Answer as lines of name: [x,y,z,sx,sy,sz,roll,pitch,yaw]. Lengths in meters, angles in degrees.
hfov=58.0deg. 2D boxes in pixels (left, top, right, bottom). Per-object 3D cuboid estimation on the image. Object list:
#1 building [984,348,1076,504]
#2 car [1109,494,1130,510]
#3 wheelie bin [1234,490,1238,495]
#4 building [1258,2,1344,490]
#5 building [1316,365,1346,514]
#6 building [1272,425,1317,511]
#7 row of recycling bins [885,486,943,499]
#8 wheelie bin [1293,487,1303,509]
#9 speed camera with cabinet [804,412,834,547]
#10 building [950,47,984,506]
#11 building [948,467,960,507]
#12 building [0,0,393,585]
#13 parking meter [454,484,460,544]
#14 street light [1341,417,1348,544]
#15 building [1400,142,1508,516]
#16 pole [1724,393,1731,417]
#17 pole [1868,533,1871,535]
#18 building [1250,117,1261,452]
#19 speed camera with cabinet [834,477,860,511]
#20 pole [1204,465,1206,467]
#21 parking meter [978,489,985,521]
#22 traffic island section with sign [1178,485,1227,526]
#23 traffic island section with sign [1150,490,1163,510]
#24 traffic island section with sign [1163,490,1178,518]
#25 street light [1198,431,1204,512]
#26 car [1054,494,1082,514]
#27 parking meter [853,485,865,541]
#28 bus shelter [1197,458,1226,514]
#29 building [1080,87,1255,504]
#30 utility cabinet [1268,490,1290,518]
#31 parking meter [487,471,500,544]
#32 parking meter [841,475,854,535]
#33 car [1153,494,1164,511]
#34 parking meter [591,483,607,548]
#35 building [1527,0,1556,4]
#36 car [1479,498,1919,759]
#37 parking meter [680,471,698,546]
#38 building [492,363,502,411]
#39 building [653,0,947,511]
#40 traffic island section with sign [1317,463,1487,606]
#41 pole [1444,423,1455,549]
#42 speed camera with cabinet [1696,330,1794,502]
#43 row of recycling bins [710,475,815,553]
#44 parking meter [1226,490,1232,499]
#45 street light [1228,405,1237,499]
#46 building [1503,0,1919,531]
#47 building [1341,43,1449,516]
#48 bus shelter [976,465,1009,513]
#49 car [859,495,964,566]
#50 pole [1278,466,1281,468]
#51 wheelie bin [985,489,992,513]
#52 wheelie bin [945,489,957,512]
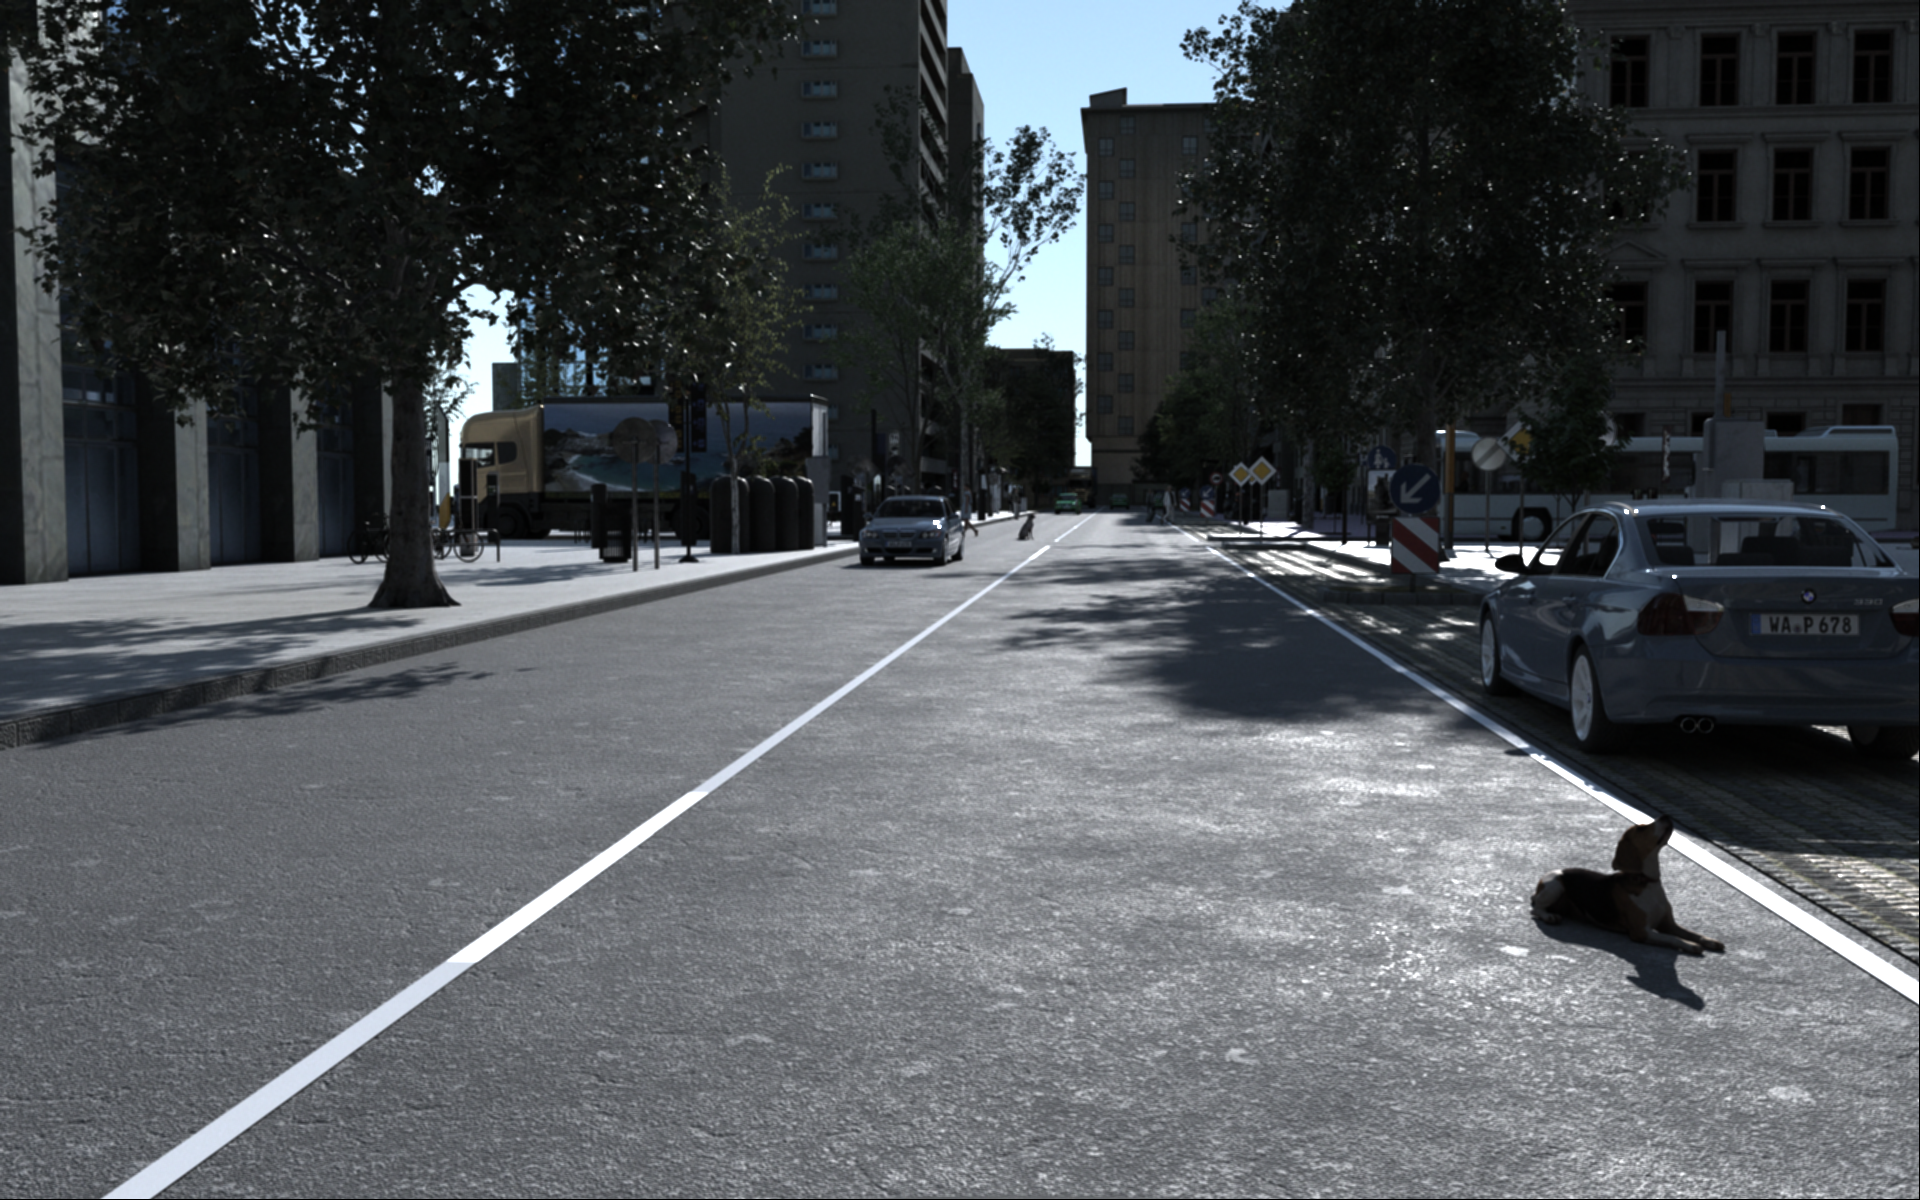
building: [0.912,-23.892,235.666,28.899,21.520,27.650,0,4,5]
car: [14.866,-9.321,161.198,1.959,1.807,4.718,0,4,5]
wheelie bin: [20.115,-7.161,124.985,0.693,1.594,0.980,-2,4,-27]
building: [40.675,-33.295,168.077,21.300,48.544,21.600,0,4,5]
building: [31.629,-17.666,118.509,12.332,23.373,15.834,0,4,5]
building: [41.224,-18.257,143.538,27.650,21.520,28.899,0,4,5]
row of recycling bins: [-2.560,-5.242,92.816,3.534,1.692,1.069,-2,4,-23]
wheelie bin: [16.395,-4.594,83.026,0.693,1.594,0.980,-1,4,-18]
speed camera with cabinet: [-3.571,-2.953,42.614,0.660,3.252,2.038,-1,4,-9]
building: [-8.736,-34.438,186.766,21.600,48.544,21.300,0,4,5]
building: [-10.596,-44.212,161.118,20.563,71.187,20.611,0,4,5]
building: [-28.466,-43.574,25.110,31.000,86.520,22.319,0,4,5]
parking meter: [-12.855,-2.218,44.669,0.372,1.533,0.369,0,3,0]
street light: [9.864,-4.372,44.268,0.468,5.910,1.993,0,4,5]
building: [26.651,-13.200,80.446,10.561,19.102,19.286,0,4,5]
pole: [15.465,-2.522,35.085,0.158,3.312,0.155,0,3,0]
pole: [27.933,-3.634,53.257,0.158,3.312,0.155,0,3,0]
building: [38.898,-32.816,186.651,14.600,45.320,14.200,0,4,5]
speed camera with cabinet: [-7.236,-6.939,107.787,2.038,3.252,0.660,1,4,18]
pole: [17.405,-7.904,123.078,0.158,3.312,0.155,0,3,0]
parking meter: [1.044,-4.604,83.692,0.372,1.533,0.369,0,3,0]
traffic island section with sign: [10.957,-4.231,77.810,1.989,1.847,2.006,0,4,5]
traffic island section with sign: [18.173,-8.930,154.629,1.989,1.847,2.006,0,4,5]
traffic island section with sign: [13.517,-5.901,105.105,1.989,1.847,2.006,0,4,5]
street light: [17.639,-9.453,127.344,0.468,5.910,1.993,0,4,5]
car: [7.735,-7.030,123.744,1.959,1.807,4.718,0,4,6]
parking meter: [-2.723,-2.365,47.076,0.372,1.533,0.369,0,3,0]
bus shelter: [16.904,-7.651,116.383,1.731,3.624,6.357,0,4,6]
building: [30.196,-39.345,232.526,27.495,52.752,28.713,0,4,5]
utility cabinet: [16.581,-4.981,90.111,1.173,1.500,0.318,3,5,44]
parking meter: [-11.858,-2.344,44.028,0.255,1.863,0.399,0,4,-4]
parking meter: [-3.489,-2.940,53.774,0.255,1.863,0.399,3,5,44]
car: [17.070,-8.387,145.925,1.959,1.807,4.718,0,4,6]
parking meter: [-8.567,-2.000,41.113,0.372,1.533,0.369,0,3,0]
building: [82.039,-47.947,222.180,20.611,71.187,20.563,0,4,5]
car: [4.427,0.080,10.699,2.014,1.417,4.499,0,4,6]
parking meter: [-6.728,-2.283,43.033,0.399,1.863,0.255,-1,4,-16]
building: [-34.932,-53.555,188.302,31.000,86.520,22.319,0,4,5]
building: [-12.676,-31.630,140.846,21.300,48.544,21.600,0,4,5]
traffic island section with sign: [5.833,-0.887,23.131,1.989,1.847,2.006,0,4,5]
pole: [11.374,-2.837,40.225,0.158,3.312,0.155,0,3,0]
speed camera with cabinet: [9.249,-1.591,20.342,0.660,3.252,2.038,1,4,12]
row of recycling bins: [-4.360,-1.945,38.920,1.069,1.692,3.534,2,4,27]
parking meter: [16.179,-5.862,104.261,0.372,1.533,0.369,0,3,0]
street light: [14.224,-7.178,90.153,0.468,5.910,1.993,0,4,5]
building: [31.564,-13.948,64.201,21.152,22.565,11.583,0,4,5]
building: [29.870,-19.226,100.256,13.634,28.700,20.117,0,4,5]
bus shelter: [2.311,-7.830,121.941,2.014,3.302,5.546,0,4,5]
car: [-0.950,-1.484,36.269,2.014,1.417,4.499,0,4,7]
pole: [23.275,-8.109,126.420,0.158,3.312,0.155,0,3,0]
wheelie bin: [1.701,-6.548,114.965,0.980,1.594,0.693,2,4,35]
wheelie bin: [-0.633,-6.724,117.853,0.693,1.594,0.980,-3,5,-39]
